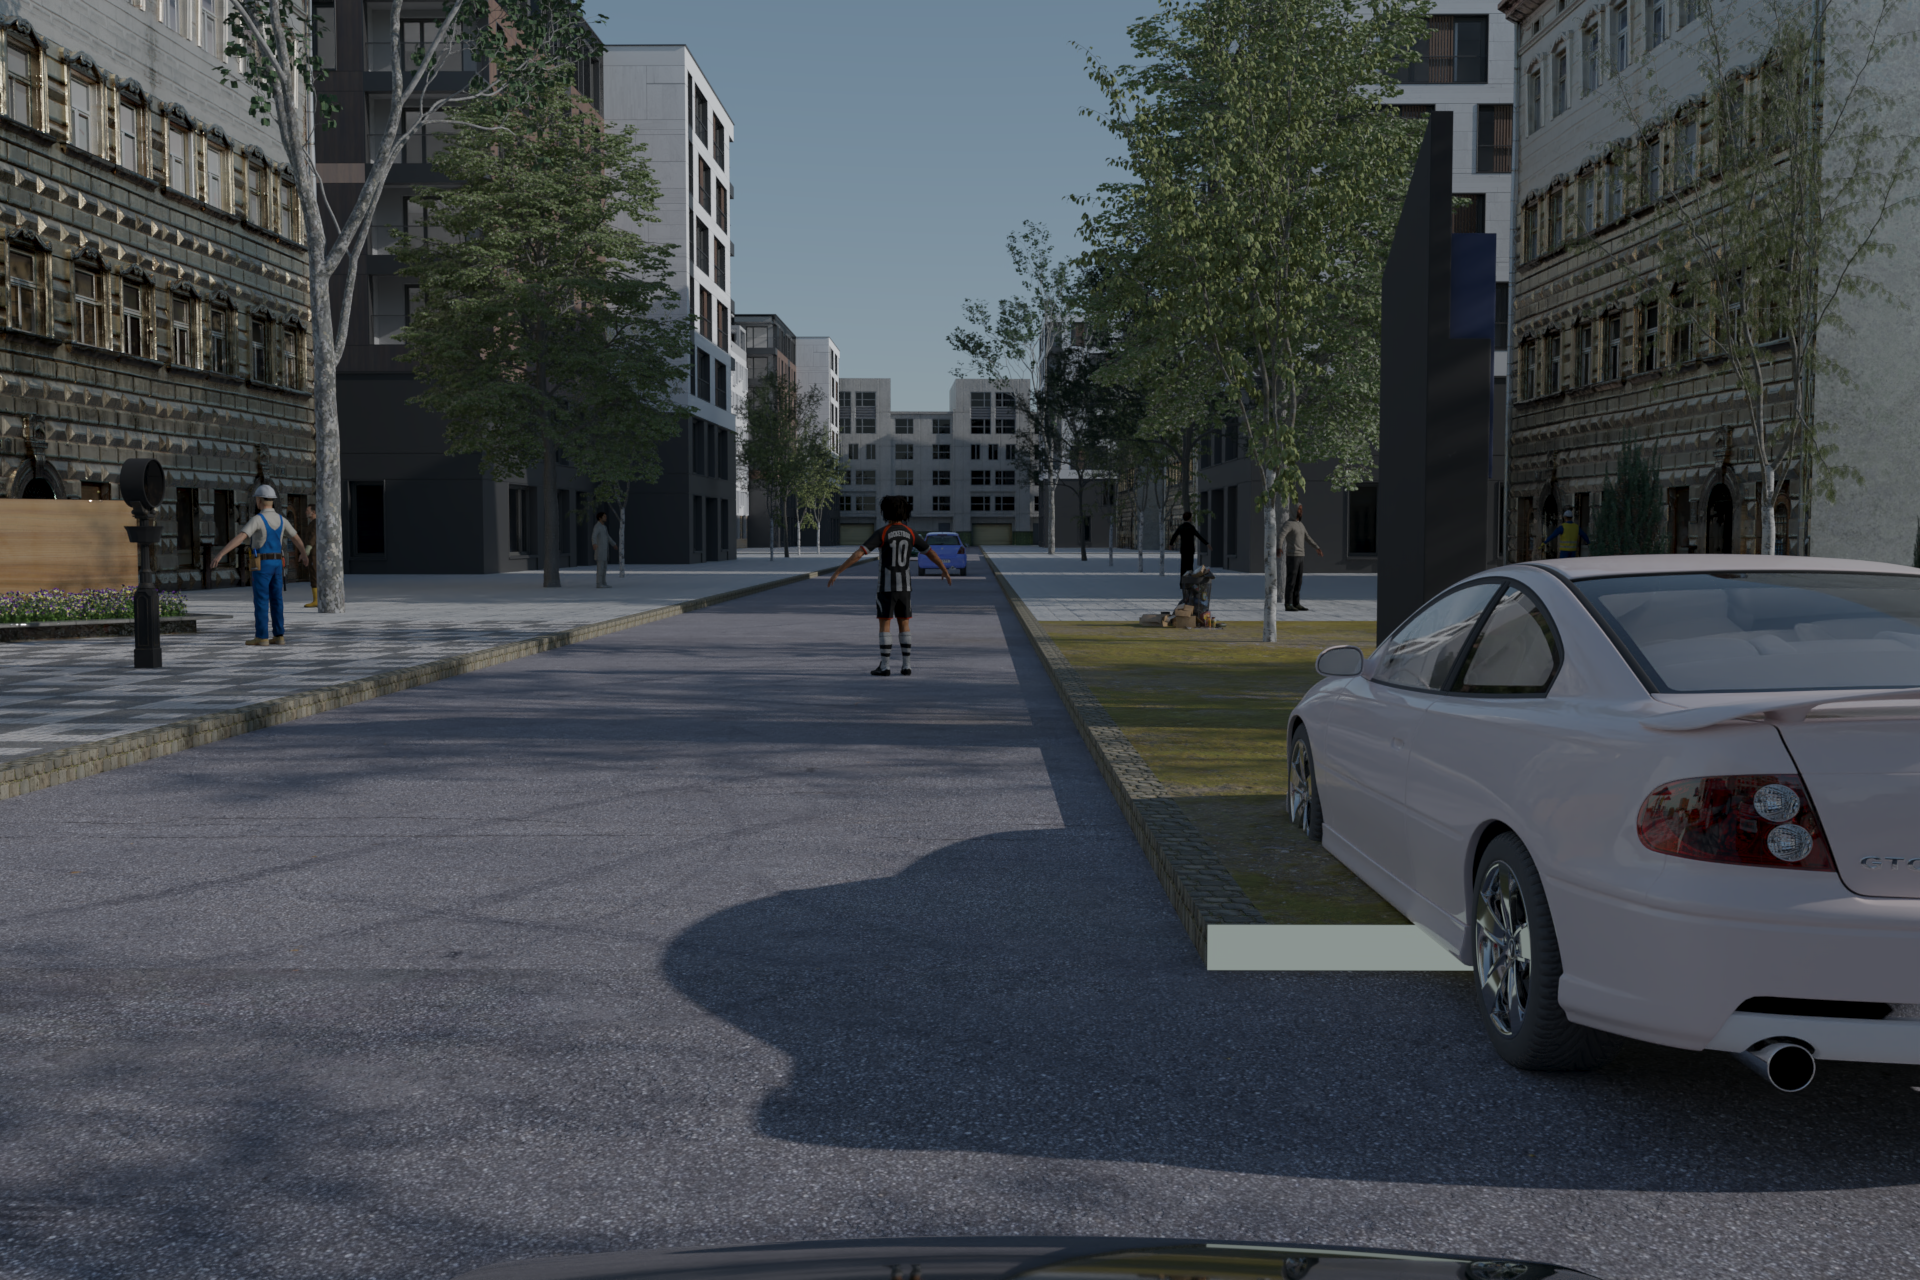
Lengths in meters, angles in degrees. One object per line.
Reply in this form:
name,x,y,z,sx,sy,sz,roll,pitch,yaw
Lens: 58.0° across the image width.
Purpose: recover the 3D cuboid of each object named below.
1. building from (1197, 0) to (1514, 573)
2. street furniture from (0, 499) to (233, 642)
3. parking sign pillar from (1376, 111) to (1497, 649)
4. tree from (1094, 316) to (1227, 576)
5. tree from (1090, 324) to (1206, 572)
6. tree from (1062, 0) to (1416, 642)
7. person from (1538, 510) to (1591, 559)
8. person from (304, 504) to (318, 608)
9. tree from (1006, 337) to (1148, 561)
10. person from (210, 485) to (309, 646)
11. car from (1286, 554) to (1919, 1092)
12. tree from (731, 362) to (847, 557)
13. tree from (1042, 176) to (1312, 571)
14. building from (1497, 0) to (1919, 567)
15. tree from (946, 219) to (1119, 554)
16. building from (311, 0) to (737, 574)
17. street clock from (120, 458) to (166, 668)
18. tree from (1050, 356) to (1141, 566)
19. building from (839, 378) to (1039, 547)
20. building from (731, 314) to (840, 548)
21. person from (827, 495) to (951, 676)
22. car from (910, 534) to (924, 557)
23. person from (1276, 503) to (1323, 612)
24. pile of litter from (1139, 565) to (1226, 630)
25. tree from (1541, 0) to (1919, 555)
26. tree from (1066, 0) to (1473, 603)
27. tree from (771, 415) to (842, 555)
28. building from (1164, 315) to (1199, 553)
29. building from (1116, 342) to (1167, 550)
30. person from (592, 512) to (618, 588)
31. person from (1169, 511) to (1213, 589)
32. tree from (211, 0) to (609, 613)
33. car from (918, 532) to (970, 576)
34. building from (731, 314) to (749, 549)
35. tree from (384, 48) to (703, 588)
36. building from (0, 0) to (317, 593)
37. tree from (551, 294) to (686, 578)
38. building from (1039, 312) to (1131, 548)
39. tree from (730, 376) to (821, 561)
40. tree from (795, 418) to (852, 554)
building,23.617,-13.949,72.044,27.936,21.610,32.646,0,4,1
street furniture,-14.449,-0.850,20.748,11.010,1.723,9.812,3,4,36
parking sign pillar,3.207,-1.425,11.779,1.447,3.967,1.447,0,4,0
tree,6.090,-6.217,52.017,4.737,8.622,4.395,0,3,0
tree,5.963,-6.574,57.854,4.360,8.622,3.978,0,3,0
tree,3.461,-4.277,20.294,4.737,8.622,4.395,0,3,0
person,14.217,-2.115,40.551,1.349,1.833,0.705,-1,4,-8
person,-11.307,-1.475,30.257,0.704,1.812,1.346,-1,4,-17
tree,5.619,-9.069,82.683,7.601,10.594,8.767,1,4,12
person,-8.030,-0.866,20.023,0.705,1.847,1.347,2,4,28
car,2.381,0.389,6.004,2.083,1.381,4.827,0,3,0
tree,-9.837,-9.805,94.728,7.601,10.594,8.767,-2,4,-25
tree,5.617,-6.738,44.572,7.601,10.594,8.767,0,4,-5
building,25.061,-12.829,40.688,19.493,23.208,18.063,0,4,0
tree,4.459,-15.378,107.319,12.611,20.169,13.585,0,3,0
building,-25.392,-13.867,70.693,27.936,21.610,32.646,0,4,1
street clock,-7.800,-0.735,16.583,0.358,2.002,0.471,0,3,0
tree,6.088,-7.243,68.779,4.360,8.622,3.978,0,3,0
building,-0.888,-20.475,203.672,31.486,18.905,16.747,0,4,-3
building,-27.454,-20.384,177.244,27.936,21.610,32.646,0,4,1
person,-0.676,-0.546,17.532,1.345,1.843,0.704,-2,4,-24
car,-2.715,-5.041,94.211,2.131,1.459,4.920,0,4,1
person,5.588,-1.385,28.779,0.705,1.813,1.348,3,5,43
pile of litter,3.078,-0.616,24.044,1.176,0.858,1.719,0,4,-2
tree,9.517,-4.246,19.786,4.360,8.622,3.978,0,3,0
tree,5.884,-7.000,32.579,7.486,12.596,7.792,0,3,0
tree,-9.476,-9.394,103.959,4.737,8.622,4.395,0,3,0
building,25.526,-18.187,128.289,19.493,23.208,18.063,0,4,0
building,23.402,-19.338,147.105,19.493,23.208,18.063,0,4,0
person,-8.486,-2.139,41.166,0.705,1.806,1.347,1,4,10
person,5.311,-2.087,40.302,0.705,1.806,1.347,-3,4,-38
tree,-9.039,-10.447,26.694,12.611,20.169,13.585,0,3,0
car,-0.613,-3.113,60.486,1.945,1.707,3.694,0,4,-1
building,-24.623,-17.757,146.744,16.016,20.090,11.380,0,4,1
tree,-10.273,-7.551,41.581,7.486,12.596,7.792,0,3,0
building,-26.559,-12.626,37.366,19.493,23.208,18.063,0,4,0
tree,-9.926,-6.131,50.608,4.360,8.622,3.978,0,3,0
building,21.834,-20.308,176.004,27.936,21.610,32.646,0,4,0
tree,-8.657,-8.030,81.658,4.737,8.622,4.395,0,3,0
tree,-9.022,-9.793,110.484,4.737,8.622,4.395,0,3,0
